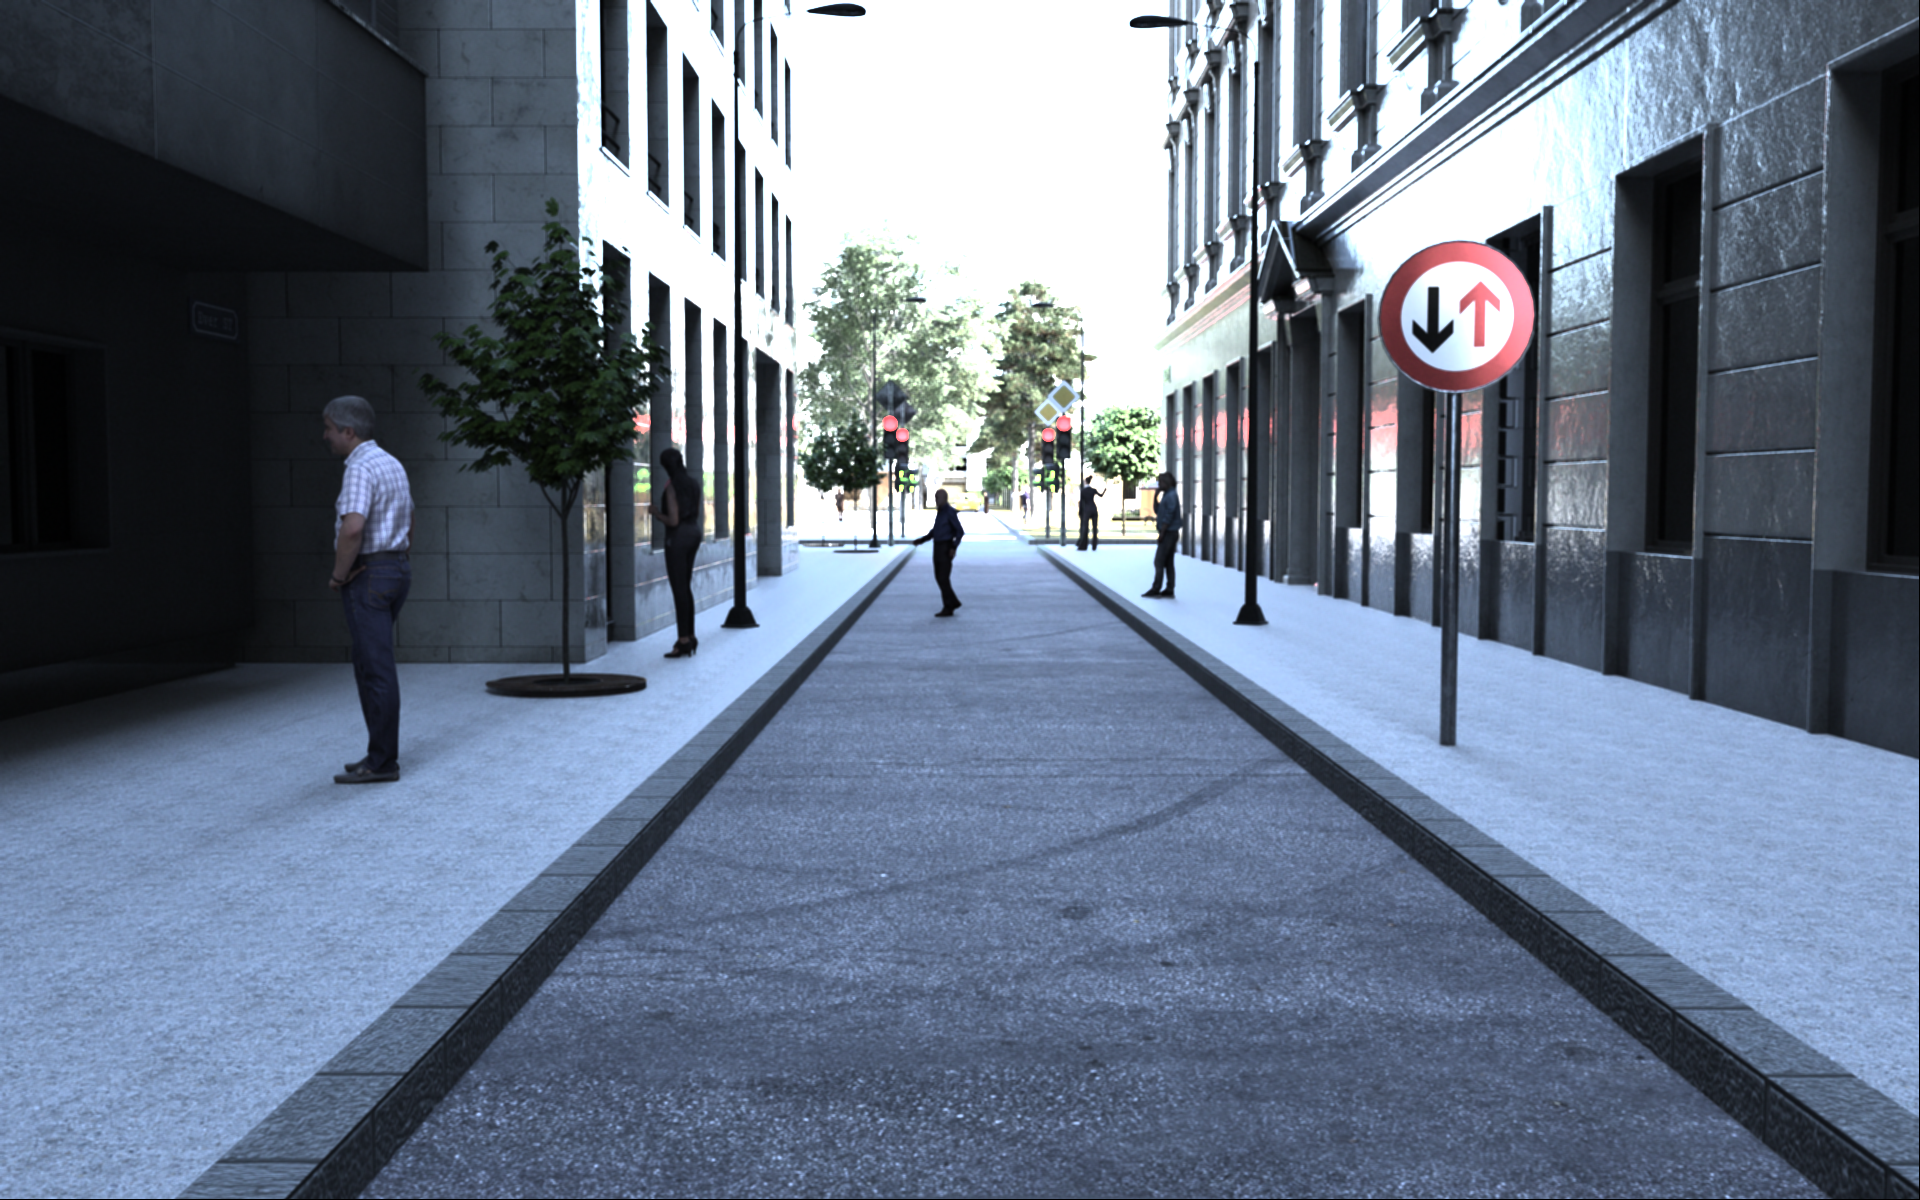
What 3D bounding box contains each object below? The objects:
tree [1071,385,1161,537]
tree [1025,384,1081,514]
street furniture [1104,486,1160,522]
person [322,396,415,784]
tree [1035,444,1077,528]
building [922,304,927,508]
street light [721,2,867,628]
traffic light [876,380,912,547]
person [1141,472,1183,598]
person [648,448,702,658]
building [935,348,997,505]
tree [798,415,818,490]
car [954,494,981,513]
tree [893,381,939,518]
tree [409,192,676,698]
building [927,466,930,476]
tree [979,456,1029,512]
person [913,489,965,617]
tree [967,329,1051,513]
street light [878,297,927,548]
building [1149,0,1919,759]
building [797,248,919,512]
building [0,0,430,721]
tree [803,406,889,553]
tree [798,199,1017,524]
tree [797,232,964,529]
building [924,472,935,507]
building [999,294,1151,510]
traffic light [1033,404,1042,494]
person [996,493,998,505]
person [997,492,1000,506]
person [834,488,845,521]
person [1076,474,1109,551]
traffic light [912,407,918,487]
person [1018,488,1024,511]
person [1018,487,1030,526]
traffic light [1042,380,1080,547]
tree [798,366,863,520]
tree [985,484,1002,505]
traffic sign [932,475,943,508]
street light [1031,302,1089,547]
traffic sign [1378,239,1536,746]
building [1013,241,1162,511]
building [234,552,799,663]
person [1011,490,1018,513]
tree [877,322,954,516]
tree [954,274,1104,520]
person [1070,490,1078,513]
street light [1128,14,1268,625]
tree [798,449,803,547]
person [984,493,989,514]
[{"bbox_3d":[5.038,-4.196,52.315,4.285,4.588,4.351,0,3,0],"label":"tree"},{"bbox_3d":[6.193,-9.733,109.502,4.737,8.622,4.395,0,3,0],"label":"tree"},{"bbox_3d":[10.749,-4.746,84.447,11.010,1.723,9.812,1,4,15],"label":"street furniture"},{"bbox_3d":[-2.667,-0.043,7.691,0.436,1.711,0.756,1,4,9],"label":"person"},{"bbox_3d":[3.651,-4.366,65.988,1.663,3.219,1.824,0,3,0],"label":"tree"},{"bbox_3d":[-11.088,-17.522,142.898,16.016,20.091,11.380,0,4,0],"label":"building"},{"bbox_3d":[-1.580,-2.690,16.526,1.470,5.913,1.316,0,4,0],"label":"street light"},{"bbox_3d":[-1.665,-3.235,42.131,0.839,4.213,0.868,0,4,0],"label":"traffic light"},{"bbox_3d":[2.522,-0.798,21.307,0.429,1.552,0.499,2,4,34],"label":"person"},{"bbox_3d":[-2.254,-0.378,13.694,0.415,1.643,0.593,-1,4,-20],"label":"person"},{"bbox_3d":[9.920,-21.502,218.020,31.486,18.905,16.747,0,4,0],"label":"building"},{"bbox_3d":[-11.657,-10.586,123.446,4.737,8.622,4.395,0,3,0],"label":"tree"},{"bbox_3d":[0.546,-7.442,131.902,2.015,1.641,3.980,0,4,2],"label":"car"},{"bbox_3d":[-2.291,-8.710,92.779,4.360,8.622,3.978,0,3,0],"label":"tree"},{"bbox_3d":[-2.721,-1.020,11.276,1.663,3.219,1.824,0,3,0],"label":"tree"},{"bbox_3d":[-10.644,-18.216,154.255,16.016,20.091,11.380,0,4,0],"label":"building"},{"bbox_3d":[3.833,-8.767,127.058,4.285,4.588,4.351,0,3,0],"label":"tree"},{"bbox_3d":[-0.259,-0.562,20.384,0.600,1.496,0.574,0,4,-4],"label":"person"},{"bbox_3d":[3.570,-12.946,119.096,7.806,13.903,7.818,0,3,0],"label":"tree"},{"bbox_3d":[-1.482,-4.188,41.012,1.470,5.913,1.316,0,4,0],"label":"street light"},{"bbox_3d":[12.513,-14.811,18.571,17.030,29.872,44.131,0,4,0],"label":"building"},{"bbox_3d":[-11.489,-16.806,131.204,16.016,20.091,11.380,0,4,0],"label":"building"},{"bbox_3d":[-10.768,-12.643,0.216,14.314,27.812,24.014,0,4,0],"label":"building"},{"bbox_3d":[-2.421,-2.655,38.007,1.663,3.219,1.824,0,3,0],"label":"tree"},{"bbox_3d":[-2.399,-10.281,74.746,9.857,13.997,8.962,0,3,0],"label":"tree"},{"bbox_3d":[-3.495,-7.839,62.586,7.601,10.594,8.767,-1,4,-21],"label":"tree"},{"bbox_3d":[-16.749,-15.530,196.060,28.070,9.664,9.099,0,4,0],"label":"building"},{"bbox_3d":[12.486,-17.764,156.902,16.747,18.905,31.486,0,4,0],"label":"building"},{"bbox_3d":[2.526,-3.723,50.117,0.839,4.213,0.868,0,4,0],"label":"traffic light"},{"bbox_3d":[4.269,-11.575,198.509,0.599,1.433,0.991,1,4,17],"label":"person"},{"bbox_3d":[4.066,-10.963,186.005,0.721,1.735,1.217,1,4,10],"label":"person"},{"bbox_3d":[-5.661,-4.468,81.363,0.482,1.546,0.388,0,4,6],"label":"person"},{"bbox_3d":[3.010,-1.987,39.336,0.742,1.727,0.445,-3,5,-40],"label":"person"},{"bbox_3d":[-1.635,-3.723,50.116,0.839,4.213,0.868,0,4,0],"label":"traffic light"},{"bbox_3d":[4.636,-7.410,127.919,1.217,1.736,0.721,0,4,4],"label":"person"},{"bbox_3d":[2.590,-3.770,69.897,0.471,1.553,0.569,0,4,7],"label":"person"},{"bbox_3d":[2.497,-3.235,42.132,0.839,4.213,0.868,0,4,0],"label":"traffic light"},{"bbox_3d":[-6.232,-8.279,85.716,4.360,8.622,3.978,0,3,0],"label":"tree"},{"bbox_3d":[3.703,-12.346,196.464,1.663,3.219,1.824,0,3,0],"label":"tree"},{"bbox_3d":[-1.510,-7.080,115.857,0.768,2.556,0.104,1,4,9],"label":"traffic sign"},{"bbox_3d":[2.431,-4.255,42.118,1.470,5.913,1.316,0,4,0],"label":"street light"},{"bbox_3d":[2.497,-0.531,8.786,0.768,2.556,0.104,1,4,10],"label":"traffic sign"},{"bbox_3d":[11.955,-17.068,135.474,16.016,20.091,11.380,0,4,0],"label":"building"},{"bbox_3d":[-8.001,-10.163,20.924,10.420,20.320,16.860,0,4,0],"label":"building"},{"bbox_3d":[3.736,-6.718,117.941,0.516,1.574,0.319,-2,4,-29],"label":"person"},{"bbox_3d":[-2.355,-10.970,101.412,6.751,12.117,7.091,0,3,0],"label":"tree"},{"bbox_3d":[3.539,-9.958,84.872,6.751,12.117,7.091,0,3,0],"label":"tree"},{"bbox_3d":[7.583,-6.540,115.027,0.516,1.574,0.319,1,4,13],"label":"person"},{"bbox_3d":[2.332,-2.716,16.948,1.470,5.913,1.316,0,4,0],"label":"street light"},{"bbox_3d":[-3.194,-2.905,42.100,1.663,3.219,1.824,0,3,0],"label":"tree"},{"bbox_3d":[1.848,-6.777,121.571,0.388,1.546,0.482,-1,4,-12],"label":"person"}]
